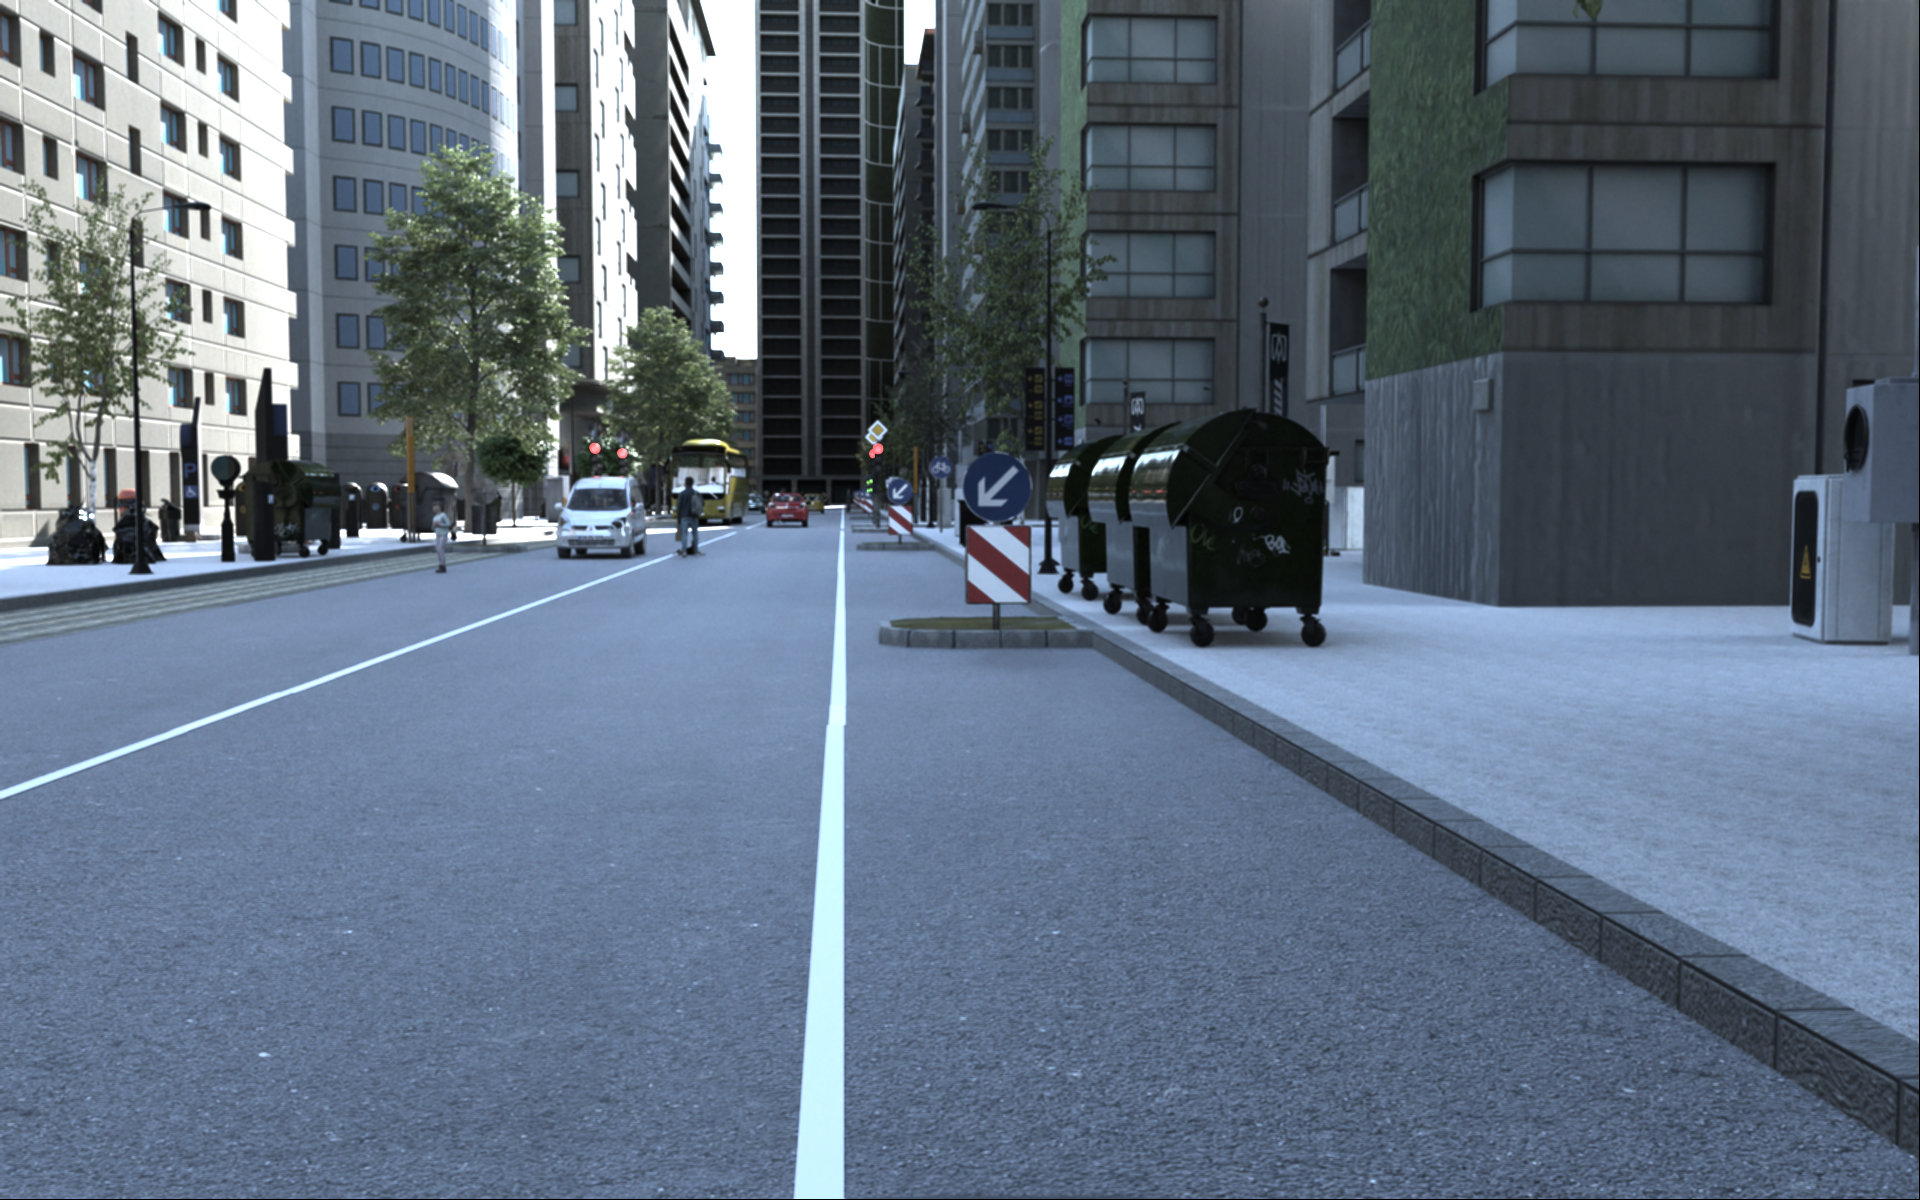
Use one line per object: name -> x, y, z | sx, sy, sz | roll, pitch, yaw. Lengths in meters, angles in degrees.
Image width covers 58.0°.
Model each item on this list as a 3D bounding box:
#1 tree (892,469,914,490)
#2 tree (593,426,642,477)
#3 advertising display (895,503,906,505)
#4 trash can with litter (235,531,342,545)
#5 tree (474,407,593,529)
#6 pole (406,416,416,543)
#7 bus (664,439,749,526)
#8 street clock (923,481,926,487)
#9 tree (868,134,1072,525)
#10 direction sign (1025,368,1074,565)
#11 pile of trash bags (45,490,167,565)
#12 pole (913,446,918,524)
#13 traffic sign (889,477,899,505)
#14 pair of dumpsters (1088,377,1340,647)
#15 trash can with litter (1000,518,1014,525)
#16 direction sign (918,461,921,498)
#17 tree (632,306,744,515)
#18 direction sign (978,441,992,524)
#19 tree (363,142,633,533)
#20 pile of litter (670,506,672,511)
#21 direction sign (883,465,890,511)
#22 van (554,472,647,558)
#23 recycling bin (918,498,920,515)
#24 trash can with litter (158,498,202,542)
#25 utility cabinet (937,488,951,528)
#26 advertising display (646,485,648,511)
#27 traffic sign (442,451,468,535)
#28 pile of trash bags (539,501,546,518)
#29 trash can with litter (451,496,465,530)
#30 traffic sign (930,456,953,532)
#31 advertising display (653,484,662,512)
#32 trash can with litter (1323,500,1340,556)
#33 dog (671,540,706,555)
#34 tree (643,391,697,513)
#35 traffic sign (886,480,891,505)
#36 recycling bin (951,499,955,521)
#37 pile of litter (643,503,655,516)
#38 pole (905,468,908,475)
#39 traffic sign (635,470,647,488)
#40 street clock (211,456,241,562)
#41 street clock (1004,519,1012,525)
tree -> -3.949, -8.496, 133.518 | 1.663, 3.219, 1.824 | 0, 3, 0
tree -> -16.949, -6.081, 83.138 | 4.285, 4.588, 4.351 | 0, 3, 0
advertising display -> -3.591, -6.149, 105.751 | 0.974, 1.923, 0.123 | 2, 4, 33
trash can with litter -> -17.169, -2.000, 43.750 | 2.233, 1.210, 1.678 | 1, 4, 11
tree -> -16.681, -4.972, 65.001 | 4.285, 4.588, 4.351 | 0, 3, 0
pole -> -14.424, -3.159, 45.490 | 0.158, 3.312, 0.155 | 0, 3, 0
bus -> -11.699, -5.505, 81.549 | 2.896, 3.916, 12.252 | 0, 4, -2
street clock -> -1.755, -5.505, 94.579 | 0.471, 2.002, 0.358 | 0, 4, -5
tree -> 0.992, -5.168, 34.865 | 4.737, 8.622, 4.395 | 0, 3, 0
direction sign -> 1.613, -2.395, 31.151 | 0.876, 3.537, 0.379 | 0, 4, -1
pile of trash bags -> -16.079, -1.416, 32.907 | 1.912, 1.369, 3.447 | -1, 4, -15
pole -> -1.902, -4.919, 74.276 | 0.158, 3.312, 0.155 | 0, 3, 0
traffic sign -> -3.950, -6.210, 103.659 | 0.606, 2.300, 0.079 | 0, 4, 2
pair of dumpsters -> 2.302, -0.855, 16.475 | 1.574, 2.255, 4.437 | 0, 4, -4
trash can with litter -> 1.273, -1.991, 43.944 | 0.624, 1.170, 1.055 | -3, 4, -36
direction sign -> -2.878, -7.766, 118.969 | 0.379, 3.537, 0.876 | -2, 4, -31
tree -> -17.874, -11.413, 104.735 | 7.486, 12.596, 7.792 | 0, 3, 0
direction sign -> 1.091, -5.051, 74.588 | 0.379, 3.537, 0.876 | -3, 5, -40
tree -> -15.698, -8.468, 56.574 | 7.486, 12.596, 7.792 | 0, 3, 0
pile of litter -> -23.900, -7.907, 143.238 | 1.719, 0.858, 1.176 | 0, 4, 3
direction sign -> -5.691, -8.725, 134.646 | 0.379, 3.537, 0.876 | -3, 5, -39
van -> -8.250, -2.018, 40.005 | 2.013, 2.044, 4.112 | 0, 4, -4
recycling bin -> -2.891, -5.810, 107.550 | 0.722, 1.027, 0.722 | -3, 4, -38
trash can with litter -> -20.860, -2.137, 46.324 | 1.055, 1.170, 0.624 | -1, 4, -17
utility cabinet -> -0.606, -3.465, 65.330 | 0.318, 1.500, 1.173 | -1, 4, -13
advertising display -> -21.492, -6.948, 118.819 | 0.123, 1.923, 0.974 | -1, 4, -10
traffic sign -> -14.883, -3.115, 51.030 | 0.768, 2.556, 0.104 | 0, 4, 2
pile of trash bags -> -21.525, -5.044, 92.229 | 1.912, 1.369, 3.447 | 0, 4, 0
trash can with litter -> -18.283, -3.098, 61.718 | 2.233, 1.210, 1.678 | 0, 4, -6
traffic sign -> -0.628, -3.528, 57.784 | 0.768, 2.556, 0.104 | 0, 4, 4
advertising display -> -19.383, -6.470, 111.004 | 0.123, 1.923, 0.974 | 1, 4, 14
trash can with litter -> 7.002, -1.524, 35.982 | 2.233, 1.210, 1.678 | -1, 4, -13
dog -> -6.384, -1.254, 40.695 | 0.748, 0.427, 0.550 | 3, 5, 42
tree -> -19.336, -10.049, 114.662 | 4.737, 8.622, 4.395 | 0, 3, 0
traffic sign -> -4.842, -7.221, 120.187 | 0.606, 2.300, 0.079 | 0, 4, 5
recycling bin -> -0.056, -4.311, 83.037 | 0.722, 1.027, 0.722 | 1, 4, 18
pile of litter -> -18.561, -5.383, 101.982 | 1.176, 0.858, 1.719 | 3, 4, 36
pole -> -4.193, -8.731, 136.590 | 0.158, 3.312, 0.155 | 0, 3, 0
traffic sign -> -17.496, -5.785, 94.590 | 0.884, 2.594, 0.081 | 0, 4, 3
street clock -> -13.887, -1.727, 32.808 | 0.471, 2.002, 0.358 | 0, 4, -2
street clock -> 1.081, -2.089, 38.720 | 0.358, 2.002, 0.471 | 0, 4, 3
